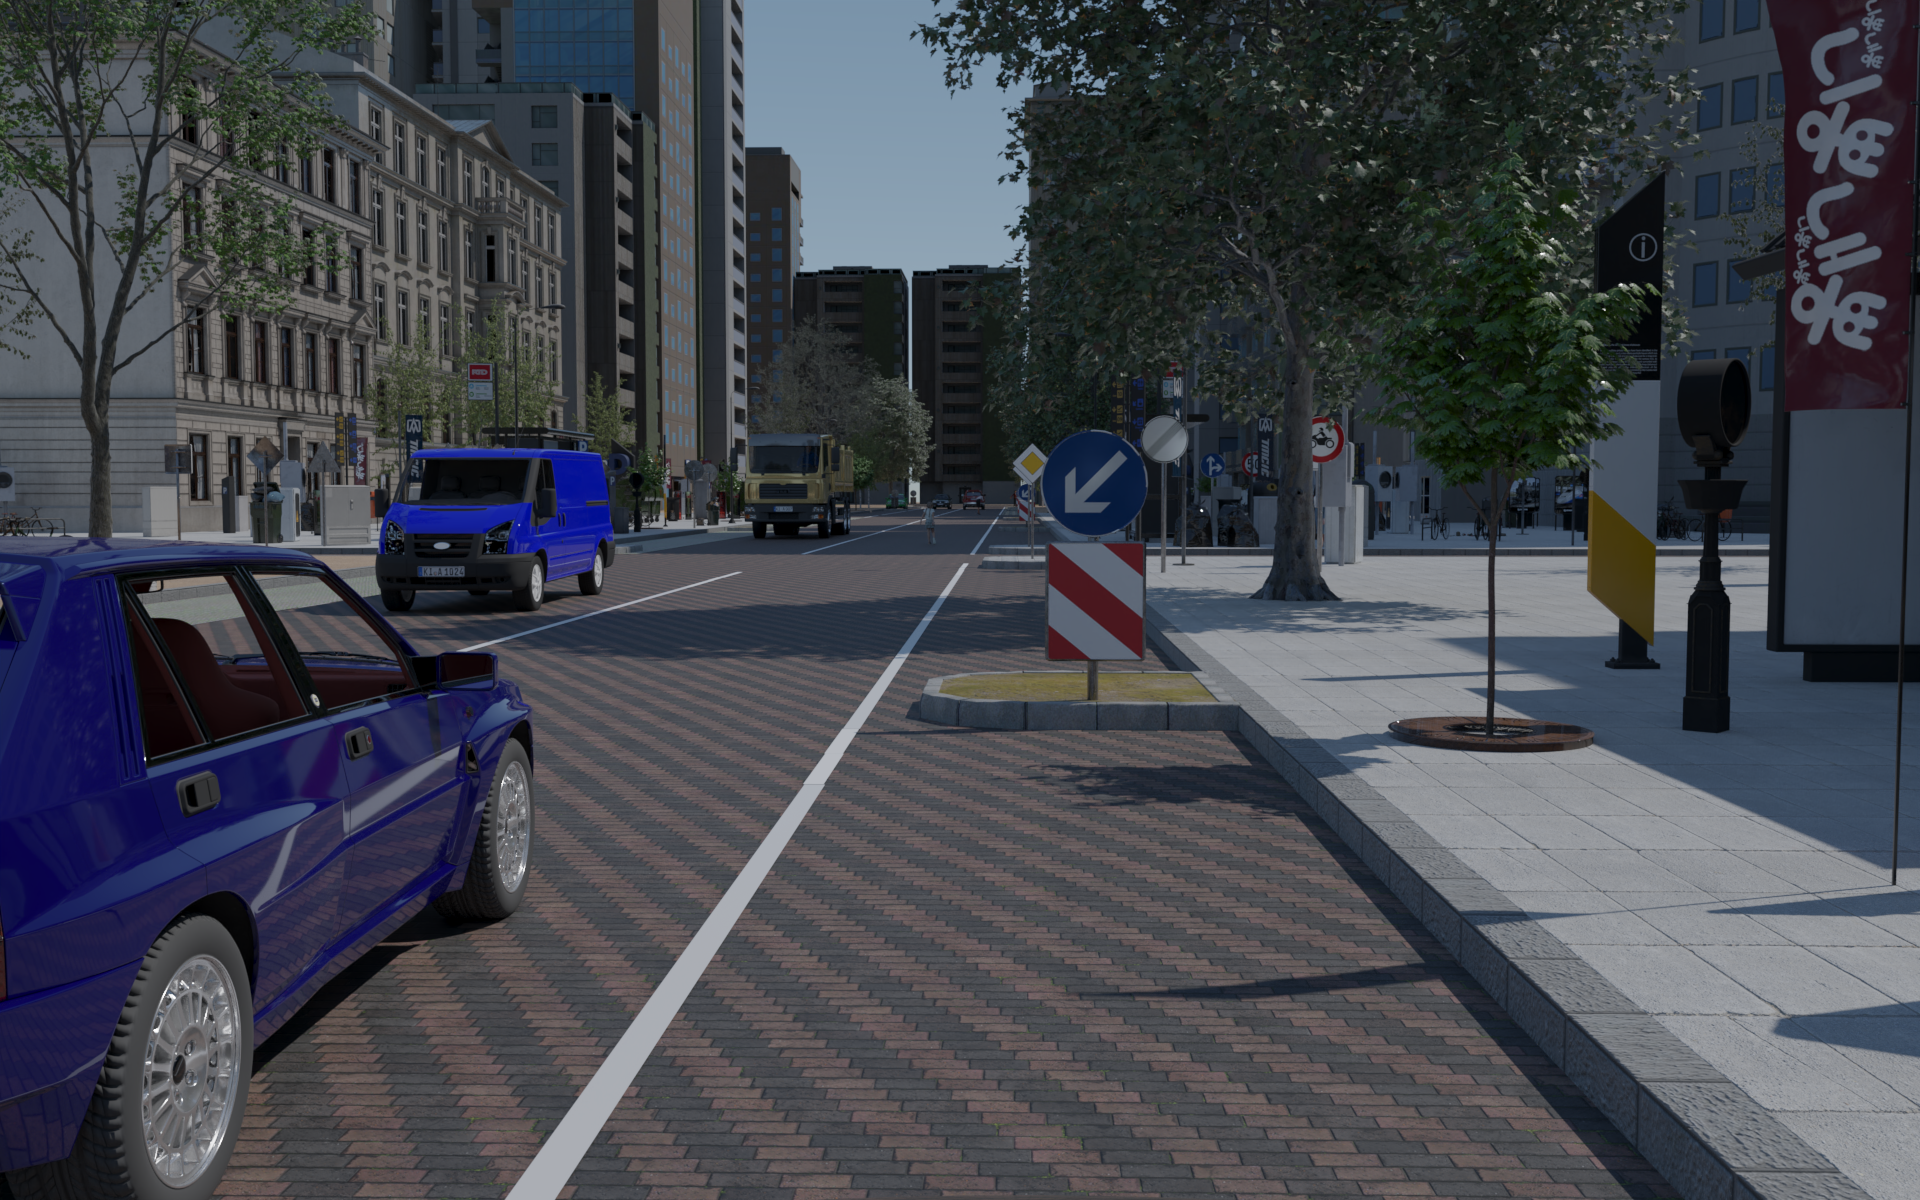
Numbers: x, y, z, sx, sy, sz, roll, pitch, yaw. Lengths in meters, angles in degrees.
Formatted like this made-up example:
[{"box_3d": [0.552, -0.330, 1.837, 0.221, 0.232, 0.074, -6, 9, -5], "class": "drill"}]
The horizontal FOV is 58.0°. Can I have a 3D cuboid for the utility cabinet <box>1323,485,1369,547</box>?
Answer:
[{"box_3d": [9.285, -2.036, 41.973, 1.173, 1.500, 0.318, 2, 4, 34], "class": "utility cabinet"}]

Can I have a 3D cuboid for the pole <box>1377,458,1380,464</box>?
[{"box_3d": [23.359, -6.296, 96.775, 0.158, 3.312, 0.155, 0, 3, 0], "class": "pole"}]

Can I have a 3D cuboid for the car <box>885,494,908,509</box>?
[{"box_3d": [-5.482, -8.663, 150.442, 1.959, 1.807, 4.718, 0, 4, 1], "class": "car"}]

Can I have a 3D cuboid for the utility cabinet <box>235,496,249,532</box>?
[{"box_3d": [-24.698, -2.948, 59.355, 0.306, 1.237, 1.020, 0, 4, -6], "class": "utility cabinet"}]

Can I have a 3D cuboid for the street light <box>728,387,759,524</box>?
[{"box_3d": [-9.394, -6.283, 75.263, 1.470, 5.913, 1.316, 0, 4, 2], "class": "street light"}]

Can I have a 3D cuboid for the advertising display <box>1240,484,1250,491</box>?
[{"box_3d": [18.274, -6.436, 110.443, 0.974, 1.923, 0.123, 3, 5, 44], "class": "advertising display"}]

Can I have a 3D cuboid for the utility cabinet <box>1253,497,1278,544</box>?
[{"box_3d": [8.027, -2.028, 44.319, 1.020, 1.237, 0.306, -1, 4, -20], "class": "utility cabinet"}]

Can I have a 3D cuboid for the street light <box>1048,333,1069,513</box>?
[{"box_3d": [3.362, -4.736, 49.978, 1.470, 5.913, 1.316, 0, 4, 2], "class": "street light"}]

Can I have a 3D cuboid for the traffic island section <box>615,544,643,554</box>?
[{"box_3d": [-8.987, -1.241, 42.564, 2.009, 0.180, 2.903, 0, 4, 2], "class": "traffic island section"}]

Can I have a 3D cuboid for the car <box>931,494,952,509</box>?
[{"box_3d": [-1.714, -9.412, 163.672, 2.009, 1.686, 4.222, 0, 4, 3], "class": "car"}]

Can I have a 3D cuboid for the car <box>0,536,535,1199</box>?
[{"box_3d": [-2.355, 0.483, 4.690, 1.945, 1.354, 3.894, 0, 4, 0], "class": "car"}]

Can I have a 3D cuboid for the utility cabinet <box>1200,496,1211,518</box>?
[{"box_3d": [8.424, -2.878, 58.210, 0.306, 1.237, 1.020, -1, 4, -16], "class": "utility cabinet"}]

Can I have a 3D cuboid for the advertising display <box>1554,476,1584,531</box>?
[{"box_3d": [21.252, -3.377, 60.434, 0.974, 1.923, 0.123, 1, 4, 14], "class": "advertising display"}]

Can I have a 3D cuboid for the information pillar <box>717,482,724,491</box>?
[{"box_3d": [-12.582, -5.303, 91.193, 0.304, 2.012, 0.304, 2, 4, 33], "class": "information pillar"}]

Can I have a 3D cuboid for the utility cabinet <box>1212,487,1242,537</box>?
[{"box_3d": [7.886, -2.596, 51.130, 0.318, 1.500, 1.173, -1, 4, -21], "class": "utility cabinet"}]

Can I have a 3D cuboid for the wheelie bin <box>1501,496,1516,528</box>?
[{"box_3d": [21.034, -3.557, 66.058, 0.693, 1.594, 0.980, 0, 4, 3], "class": "wheelie bin"}]

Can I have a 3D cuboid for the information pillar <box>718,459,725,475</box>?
[{"box_3d": [-15.924, -7.609, 115.755, 0.504, 3.616, 0.183, -3, 5, -44], "class": "information pillar"}]

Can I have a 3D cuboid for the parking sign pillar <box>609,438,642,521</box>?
[{"box_3d": [-16.231, -5.791, 83.158, 1.447, 3.967, 1.447, 2, 4, 24], "class": "parking sign pillar"}]

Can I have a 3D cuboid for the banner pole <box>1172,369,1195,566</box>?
[{"box_3d": [3.920, -2.498, 30.854, 0.401, 3.779, 0.863, 2, 4, 27], "class": "banner pole"}]

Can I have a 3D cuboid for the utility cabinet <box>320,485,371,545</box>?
[{"box_3d": [-15.361, -2.119, 43.318, 0.318, 1.500, 1.173, 3, 5, 44], "class": "utility cabinet"}]

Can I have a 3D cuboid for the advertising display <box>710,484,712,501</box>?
[{"box_3d": [-15.552, -6.270, 107.734, 0.123, 1.923, 0.974, 0, 4, 1], "class": "advertising display"}]

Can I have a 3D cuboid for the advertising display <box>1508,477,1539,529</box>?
[{"box_3d": [20.786, -3.599, 64.062, 0.974, 1.923, 0.123, 0, 4, 5], "class": "advertising display"}]

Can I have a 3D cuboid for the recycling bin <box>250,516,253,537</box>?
[{"box_3d": [-20.787, -2.410, 51.951, 0.722, 1.027, 0.722, 3, 4, 36], "class": "recycling bin"}]

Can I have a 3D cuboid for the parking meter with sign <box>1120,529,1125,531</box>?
[{"box_3d": [5.060, -3.904, 60.087, 0.543, 3.016, 1.738, -3, 4, -39], "class": "parking meter with sign"}]

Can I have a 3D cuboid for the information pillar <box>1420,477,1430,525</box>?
[{"box_3d": [19.617, -4.191, 73.010, 0.304, 2.012, 0.304, 0, 4, -8], "class": "information pillar"}]

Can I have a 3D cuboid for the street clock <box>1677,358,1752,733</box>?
[{"box_3d": [4.052, -0.292, 9.346, 0.358, 2.002, 0.471, 3, 5, 43], "class": "street clock"}]

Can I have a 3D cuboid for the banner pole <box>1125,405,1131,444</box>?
[{"box_3d": [4.167, -3.223, 42.709, 0.863, 3.779, 0.401, -1, 4, -9], "class": "banner pole"}]

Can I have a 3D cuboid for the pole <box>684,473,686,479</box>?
[{"box_3d": [-17.271, -7.058, 109.244, 0.158, 3.312, 0.155, 0, 3, 0], "class": "pole"}]

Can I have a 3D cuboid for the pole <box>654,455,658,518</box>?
[{"box_3d": [-16.009, -5.965, 91.364, 0.158, 3.312, 0.155, 0, 3, 0], "class": "pole"}]

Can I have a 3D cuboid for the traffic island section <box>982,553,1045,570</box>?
[{"box_3d": [1.451, -0.732, 34.246, 2.009, 0.180, 2.903, 0, 4, 2], "class": "traffic island section"}]

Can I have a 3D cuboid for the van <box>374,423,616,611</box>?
[{"box_3d": [-6.074, -1.136, 22.966, 2.240, 2.365, 5.245, 0, 4, 1], "class": "van"}]

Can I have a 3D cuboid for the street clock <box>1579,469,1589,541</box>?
[{"box_3d": [17.228, -2.626, 47.502, 0.471, 2.002, 0.358, 2, 4, 25], "class": "street clock"}]

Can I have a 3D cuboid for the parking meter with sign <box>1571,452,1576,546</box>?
[{"box_3d": [15.937, -2.832, 42.563, 1.738, 3.016, 0.543, 2, 4, 34], "class": "parking meter with sign"}]

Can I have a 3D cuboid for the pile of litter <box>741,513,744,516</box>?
[{"box_3d": [-12.209, -5.232, 99.504, 1.176, 0.858, 1.719, 0, 4, 0], "class": "pile of litter"}]

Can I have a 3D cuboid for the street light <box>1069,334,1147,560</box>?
[{"box_3d": [2.942, -3.744, 33.752, 1.470, 5.913, 1.316, 0, 4, 2], "class": "street light"}]

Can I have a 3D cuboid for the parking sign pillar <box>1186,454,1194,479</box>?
[{"box_3d": [15.395, -7.843, 116.708, 1.447, 3.967, 1.447, 0, 4, -6], "class": "parking sign pillar"}]

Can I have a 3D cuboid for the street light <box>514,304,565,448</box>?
[{"box_3d": [-10.348, -4.280, 42.517, 1.470, 5.913, 1.316, 0, 4, 2], "class": "street light"}]

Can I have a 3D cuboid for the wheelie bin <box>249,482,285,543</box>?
[{"box_3d": [-18.033, -2.272, 45.063, 0.980, 1.594, 0.693, 0, 4, 4], "class": "wheelie bin"}]

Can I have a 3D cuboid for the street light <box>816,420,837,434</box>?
[{"box_3d": [-8.382, -8.285, 108.007, 1.470, 5.913, 1.316, 0, 4, 2], "class": "street light"}]

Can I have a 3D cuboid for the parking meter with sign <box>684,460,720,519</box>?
[{"box_3d": [-13.015, -5.585, 87.571, 1.738, 3.016, 0.543, 1, 4, 17], "class": "parking meter with sign"}]

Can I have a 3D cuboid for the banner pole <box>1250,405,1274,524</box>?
[{"box_3d": [8.184, -3.503, 47.287, 0.863, 3.779, 0.401, -1, 4, -11], "class": "banner pole"}]

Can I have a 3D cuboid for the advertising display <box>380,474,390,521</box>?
[{"box_3d": [-18.347, -3.063, 55.291, 0.123, 1.923, 0.974, -2, 4, -27], "class": "advertising display"}]

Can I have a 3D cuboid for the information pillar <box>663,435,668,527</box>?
[{"box_3d": [-11.574, -4.685, 67.949, 0.183, 3.616, 0.504, -1, 4, -8], "class": "information pillar"}]

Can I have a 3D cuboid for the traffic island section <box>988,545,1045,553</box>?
[{"box_3d": [1.699, -1.220, 42.227, 2.009, 0.180, 2.903, 0, 4, 2], "class": "traffic island section"}]

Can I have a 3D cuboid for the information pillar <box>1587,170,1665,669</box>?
[{"box_3d": [4.873, -1.303, 12.656, 0.504, 3.616, 0.183, 0, 4, 1], "class": "information pillar"}]

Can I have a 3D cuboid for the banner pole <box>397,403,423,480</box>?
[{"box_3d": [-15.277, -3.547, 48.013, 0.863, 3.779, 0.401, -2, 4, -31], "class": "banner pole"}]

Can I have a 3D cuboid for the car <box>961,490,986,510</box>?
[{"box_3d": [1.261, -9.200, 159.093, 2.281, 1.827, 5.304, 0, 3, 0], "class": "car"}]

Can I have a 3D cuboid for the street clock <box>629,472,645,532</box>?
[{"box_3d": [-10.838, -3.275, 58.110, 0.471, 2.002, 0.358, 1, 4, 10], "class": "street clock"}]

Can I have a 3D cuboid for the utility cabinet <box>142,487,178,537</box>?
[{"box_3d": [-23.996, -2.645, 51.925, 0.318, 1.500, 1.173, 1, 4, 13], "class": "utility cabinet"}]

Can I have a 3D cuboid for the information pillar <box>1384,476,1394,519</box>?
[{"box_3d": [17.348, -4.010, 70.051, 0.304, 2.012, 0.304, -3, 5, -43], "class": "information pillar"}]

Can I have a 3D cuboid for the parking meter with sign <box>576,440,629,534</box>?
[{"box_3d": [-11.553, -3.664, 56.165, 1.738, 3.016, 0.543, 1, 4, 23], "class": "parking meter with sign"}]
